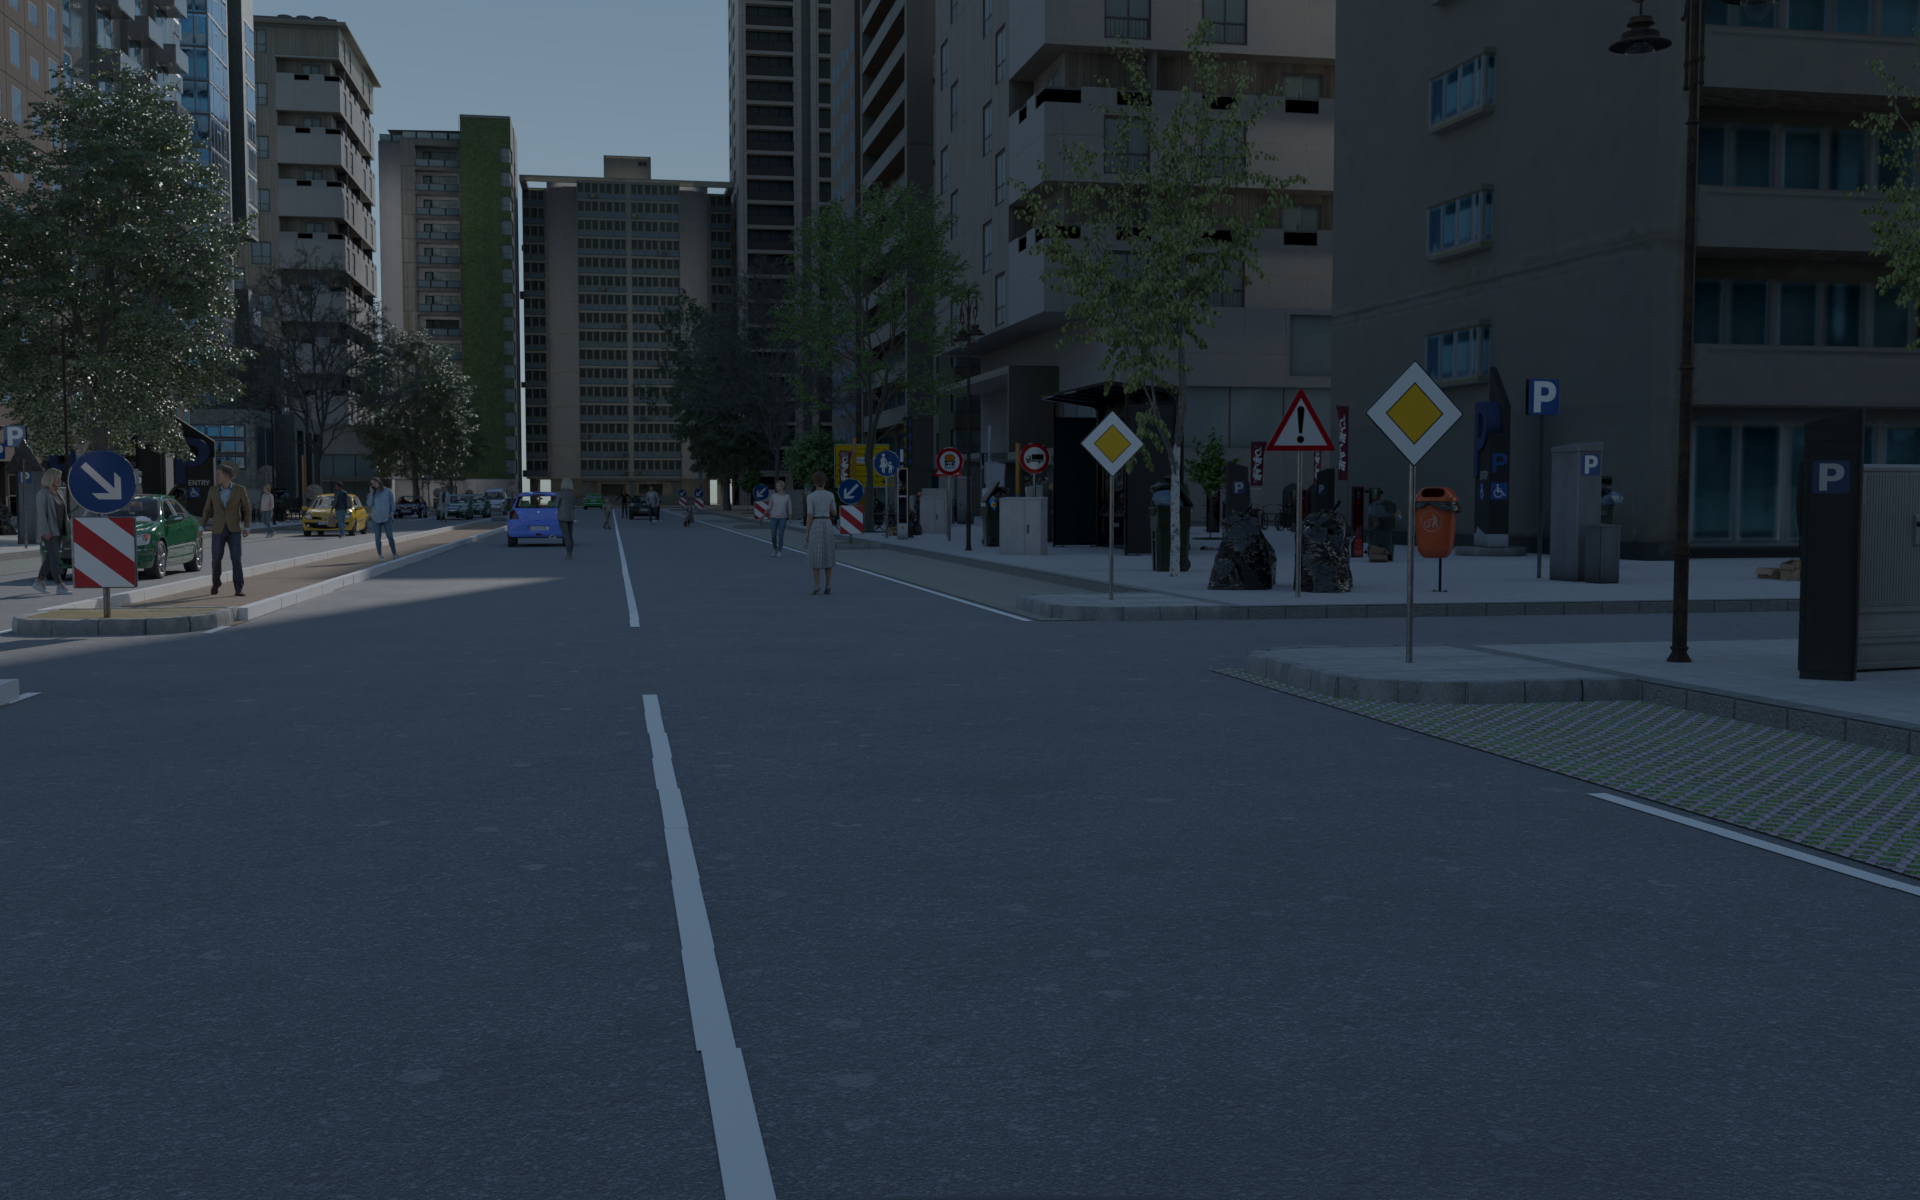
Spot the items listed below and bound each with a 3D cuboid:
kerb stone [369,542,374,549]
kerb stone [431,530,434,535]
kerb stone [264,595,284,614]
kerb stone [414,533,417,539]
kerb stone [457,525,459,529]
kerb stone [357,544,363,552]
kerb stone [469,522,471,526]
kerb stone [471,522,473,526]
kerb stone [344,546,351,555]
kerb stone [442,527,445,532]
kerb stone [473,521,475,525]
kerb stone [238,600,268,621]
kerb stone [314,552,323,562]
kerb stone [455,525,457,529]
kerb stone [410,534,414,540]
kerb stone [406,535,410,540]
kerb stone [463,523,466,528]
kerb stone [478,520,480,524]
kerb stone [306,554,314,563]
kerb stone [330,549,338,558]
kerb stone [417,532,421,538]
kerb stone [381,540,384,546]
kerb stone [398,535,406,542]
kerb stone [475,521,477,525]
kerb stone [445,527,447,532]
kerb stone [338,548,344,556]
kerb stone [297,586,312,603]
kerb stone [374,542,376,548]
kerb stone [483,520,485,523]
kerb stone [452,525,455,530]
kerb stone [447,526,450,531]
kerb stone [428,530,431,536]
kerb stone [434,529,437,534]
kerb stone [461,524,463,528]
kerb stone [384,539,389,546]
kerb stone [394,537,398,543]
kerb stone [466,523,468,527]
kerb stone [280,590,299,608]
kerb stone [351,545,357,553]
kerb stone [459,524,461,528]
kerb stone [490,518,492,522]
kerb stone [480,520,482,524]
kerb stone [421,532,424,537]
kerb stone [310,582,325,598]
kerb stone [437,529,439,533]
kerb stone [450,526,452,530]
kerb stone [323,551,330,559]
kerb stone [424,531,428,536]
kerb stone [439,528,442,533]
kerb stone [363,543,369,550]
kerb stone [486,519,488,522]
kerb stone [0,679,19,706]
[{"bbox_3d":[-15.344,-1.374,44.777,0.120,0.150,1.000,-1,4,-11],"label":"kerb stone"},{"bbox_3d":[-18.390,-2.302,59.851,0.120,0.150,1.000,-1,4,-11],"label":"kerb stone"},{"bbox_3d":[-8.410,0.071,21.055,0.120,0.150,1.000,-1,4,-11],"label":"kerb stone"},{"bbox_3d":[-17.374,-1.996,54.833,0.120,0.150,1.000,-1,4,-11],"label":"kerb stone"},{"bbox_3d":[-20.421,-2.916,69.896,0.120,0.150,1.000,-1,4,-11],"label":"kerb stone"},{"bbox_3d":[-14.935,-1.259,42.773,0.120,0.150,1.000,-1,4,-11],"label":"kerb stone"},{"bbox_3d":[-21.636,-3.286,75.933,0.120,0.150,1.000,-1,4,-11],"label":"kerb stone"},{"bbox_3d":[-21.846,-3.345,76.934,0.120,0.150,1.000,-1,4,-11],"label":"kerb stone"},{"bbox_3d":[-14.532,-1.133,40.751,0.120,0.150,1.000,-1,4,-11],"label":"kerb stone"},{"bbox_3d":[-19.208,-2.550,63.883,0.120,0.150,1.000,-1,4,-11],"label":"kerb stone"},{"bbox_3d":[-22.055,-3.401,77.940,0.120,0.150,1.000,-1,4,-11],"label":"kerb stone"},{"bbox_3d":[-8.206,0.131,20.053,0.120,0.150,1.000,-1,4,-11],"label":"kerb stone"},{"bbox_3d":[-13.718,-0.889,36.734,0.120,0.150,1.000,-1,4,-11],"label":"kerb stone"},{"bbox_3d":[-20.222,-2.856,68.893,0.120,0.150,1.000,-1,4,-11],"label":"kerb stone"},{"bbox_3d":[-17.173,-1.935,53.829,0.120,0.150,1.000,-1,4,-11],"label":"kerb stone"},{"bbox_3d":[-16.978,-1.871,52.821,0.120,0.150,1.000,-1,4,-11],"label":"kerb stone"},{"bbox_3d":[-21.028,-3.100,72.911,0.120,0.150,1.000,-1,4,-11],"label":"kerb stone"},{"bbox_3d":[-22.652,-3.594,80.955,0.120,0.150,1.000,-1,4,-11],"label":"kerb stone"},{"bbox_3d":[-13.520,-0.828,35.731,0.120,0.150,1.000,-1,4,-11],"label":"kerb stone"},{"bbox_3d":[-14.118,-1.007,38.740,0.120,0.150,1.000,-1,4,-11],"label":"kerb stone"},{"bbox_3d":[-17.578,-2.054,55.836,0.120,0.150,1.000,-1,4,-11],"label":"kerb stone"},{"bbox_3d":[-15.760,-1.503,46.789,0.120,0.150,1.000,-1,4,-11],"label":"kerb stone"},{"bbox_3d":[-16.769,-1.812,51.820,0.120,0.150,1.000,-1,4,-11],"label":"kerb stone"},{"bbox_3d":[-22.250,-3.471,78.943,0.120,0.150,1.000,-1,4,-11],"label":"kerb stone"},{"bbox_3d":[-19.411,-2.611,64.885,0.120,0.150,1.000,-1,4,-11],"label":"kerb stone"},{"bbox_3d":[-14.329,-1.073,39.743,0.120,0.150,1.000,-1,4,-11],"label":"kerb stone"},{"bbox_3d":[-8.810,-0.050,23.070,0.120,0.150,1.000,-1,4,-11],"label":"kerb stone"},{"bbox_3d":[-15.545,-1.442,45.779,0.120,0.150,1.000,-1,4,-11],"label":"kerb stone"},{"bbox_3d":[-23.264,-3.777,83.970,0.120,0.150,1.000,-1,4,-11],"label":"kerb stone"},{"bbox_3d":[-20.015,-2.795,67.892,0.120,0.150,1.000,-1,4,-11],"label":"kerb stone"},{"bbox_3d":[-19.610,-2.672,65.888,0.120,0.150,1.000,-1,4,-11],"label":"kerb stone"},{"bbox_3d":[-18.191,-2.242,58.846,0.120,0.150,1.000,-1,4,-11],"label":"kerb stone"},{"bbox_3d":[-18.594,-2.365,60.856,0.120,0.150,1.000,-1,4,-11],"label":"kerb stone"},{"bbox_3d":[-20.827,-3.040,71.906,0.120,0.150,1.000,-1,4,-11],"label":"kerb stone"},{"bbox_3d":[-15.949,-1.566,47.794,0.120,0.150,1.000,-1,4,-11],"label":"kerb stone"},{"bbox_3d":[-16.365,-1.688,49.796,0.120,0.150,1.000,-1,4,-11],"label":"kerb stone"},{"bbox_3d":[-21.232,-3.159,73.926,0.120,0.150,1.000,-1,4,-11],"label":"kerb stone"},{"bbox_3d":[-8.610,0.008,22.064,0.120,0.150,1.000,-1,4,-11],"label":"kerb stone"},{"bbox_3d":[-14.735,-1.193,41.767,0.120,0.150,1.000,-1,4,-11],"label":"kerb stone"},{"bbox_3d":[-20.621,-2.979,70.904,0.120,0.150,1.000,-1,4,-11],"label":"kerb stone"},{"bbox_3d":[-24.284,-4.085,88.993,0.120,0.150,1.000,-1,4,-11],"label":"kerb stone"},{"bbox_3d":[-22.858,-3.651,81.957,0.120,0.150,1.000,-1,4,-11],"label":"kerb stone"},{"bbox_3d":[-17.784,-2.117,56.837,0.120,0.150,1.000,-1,4,-11],"label":"kerb stone"},{"bbox_3d":[-9.012,-0.115,24.072,0.120,0.150,1.000,-1,4,-11],"label":"kerb stone"},{"bbox_3d":[-18.798,-2.426,61.865,0.120,0.150,1.000,-1,4,-11],"label":"kerb stone"},{"bbox_3d":[-19.810,-2.734,66.890,0.120,0.150,1.000,-1,4,-11],"label":"kerb stone"},{"bbox_3d":[-13.922,-0.943,37.736,0.120,0.150,1.000,-1,4,-11],"label":"kerb stone"},{"bbox_3d":[-17.980,-2.180,57.841,0.120,0.150,1.000,-1,4,-11],"label":"kerb stone"},{"bbox_3d":[-18.995,-2.488,62.868,0.120,0.150,1.000,-1,4,-11],"label":"kerb stone"},{"bbox_3d":[-15.143,-1.320,43.774,0.120,0.150,1.000,-1,4,-11],"label":"kerb stone"},{"bbox_3d":[-23.675,-3.901,85.980,0.120,0.150,1.000,-1,4,-11],"label":"kerb stone"},{"bbox_3d":[-6.490,0.653,11.519,0.120,0.150,1.000,-1,4,-11],"label":"kerb stone"}]
